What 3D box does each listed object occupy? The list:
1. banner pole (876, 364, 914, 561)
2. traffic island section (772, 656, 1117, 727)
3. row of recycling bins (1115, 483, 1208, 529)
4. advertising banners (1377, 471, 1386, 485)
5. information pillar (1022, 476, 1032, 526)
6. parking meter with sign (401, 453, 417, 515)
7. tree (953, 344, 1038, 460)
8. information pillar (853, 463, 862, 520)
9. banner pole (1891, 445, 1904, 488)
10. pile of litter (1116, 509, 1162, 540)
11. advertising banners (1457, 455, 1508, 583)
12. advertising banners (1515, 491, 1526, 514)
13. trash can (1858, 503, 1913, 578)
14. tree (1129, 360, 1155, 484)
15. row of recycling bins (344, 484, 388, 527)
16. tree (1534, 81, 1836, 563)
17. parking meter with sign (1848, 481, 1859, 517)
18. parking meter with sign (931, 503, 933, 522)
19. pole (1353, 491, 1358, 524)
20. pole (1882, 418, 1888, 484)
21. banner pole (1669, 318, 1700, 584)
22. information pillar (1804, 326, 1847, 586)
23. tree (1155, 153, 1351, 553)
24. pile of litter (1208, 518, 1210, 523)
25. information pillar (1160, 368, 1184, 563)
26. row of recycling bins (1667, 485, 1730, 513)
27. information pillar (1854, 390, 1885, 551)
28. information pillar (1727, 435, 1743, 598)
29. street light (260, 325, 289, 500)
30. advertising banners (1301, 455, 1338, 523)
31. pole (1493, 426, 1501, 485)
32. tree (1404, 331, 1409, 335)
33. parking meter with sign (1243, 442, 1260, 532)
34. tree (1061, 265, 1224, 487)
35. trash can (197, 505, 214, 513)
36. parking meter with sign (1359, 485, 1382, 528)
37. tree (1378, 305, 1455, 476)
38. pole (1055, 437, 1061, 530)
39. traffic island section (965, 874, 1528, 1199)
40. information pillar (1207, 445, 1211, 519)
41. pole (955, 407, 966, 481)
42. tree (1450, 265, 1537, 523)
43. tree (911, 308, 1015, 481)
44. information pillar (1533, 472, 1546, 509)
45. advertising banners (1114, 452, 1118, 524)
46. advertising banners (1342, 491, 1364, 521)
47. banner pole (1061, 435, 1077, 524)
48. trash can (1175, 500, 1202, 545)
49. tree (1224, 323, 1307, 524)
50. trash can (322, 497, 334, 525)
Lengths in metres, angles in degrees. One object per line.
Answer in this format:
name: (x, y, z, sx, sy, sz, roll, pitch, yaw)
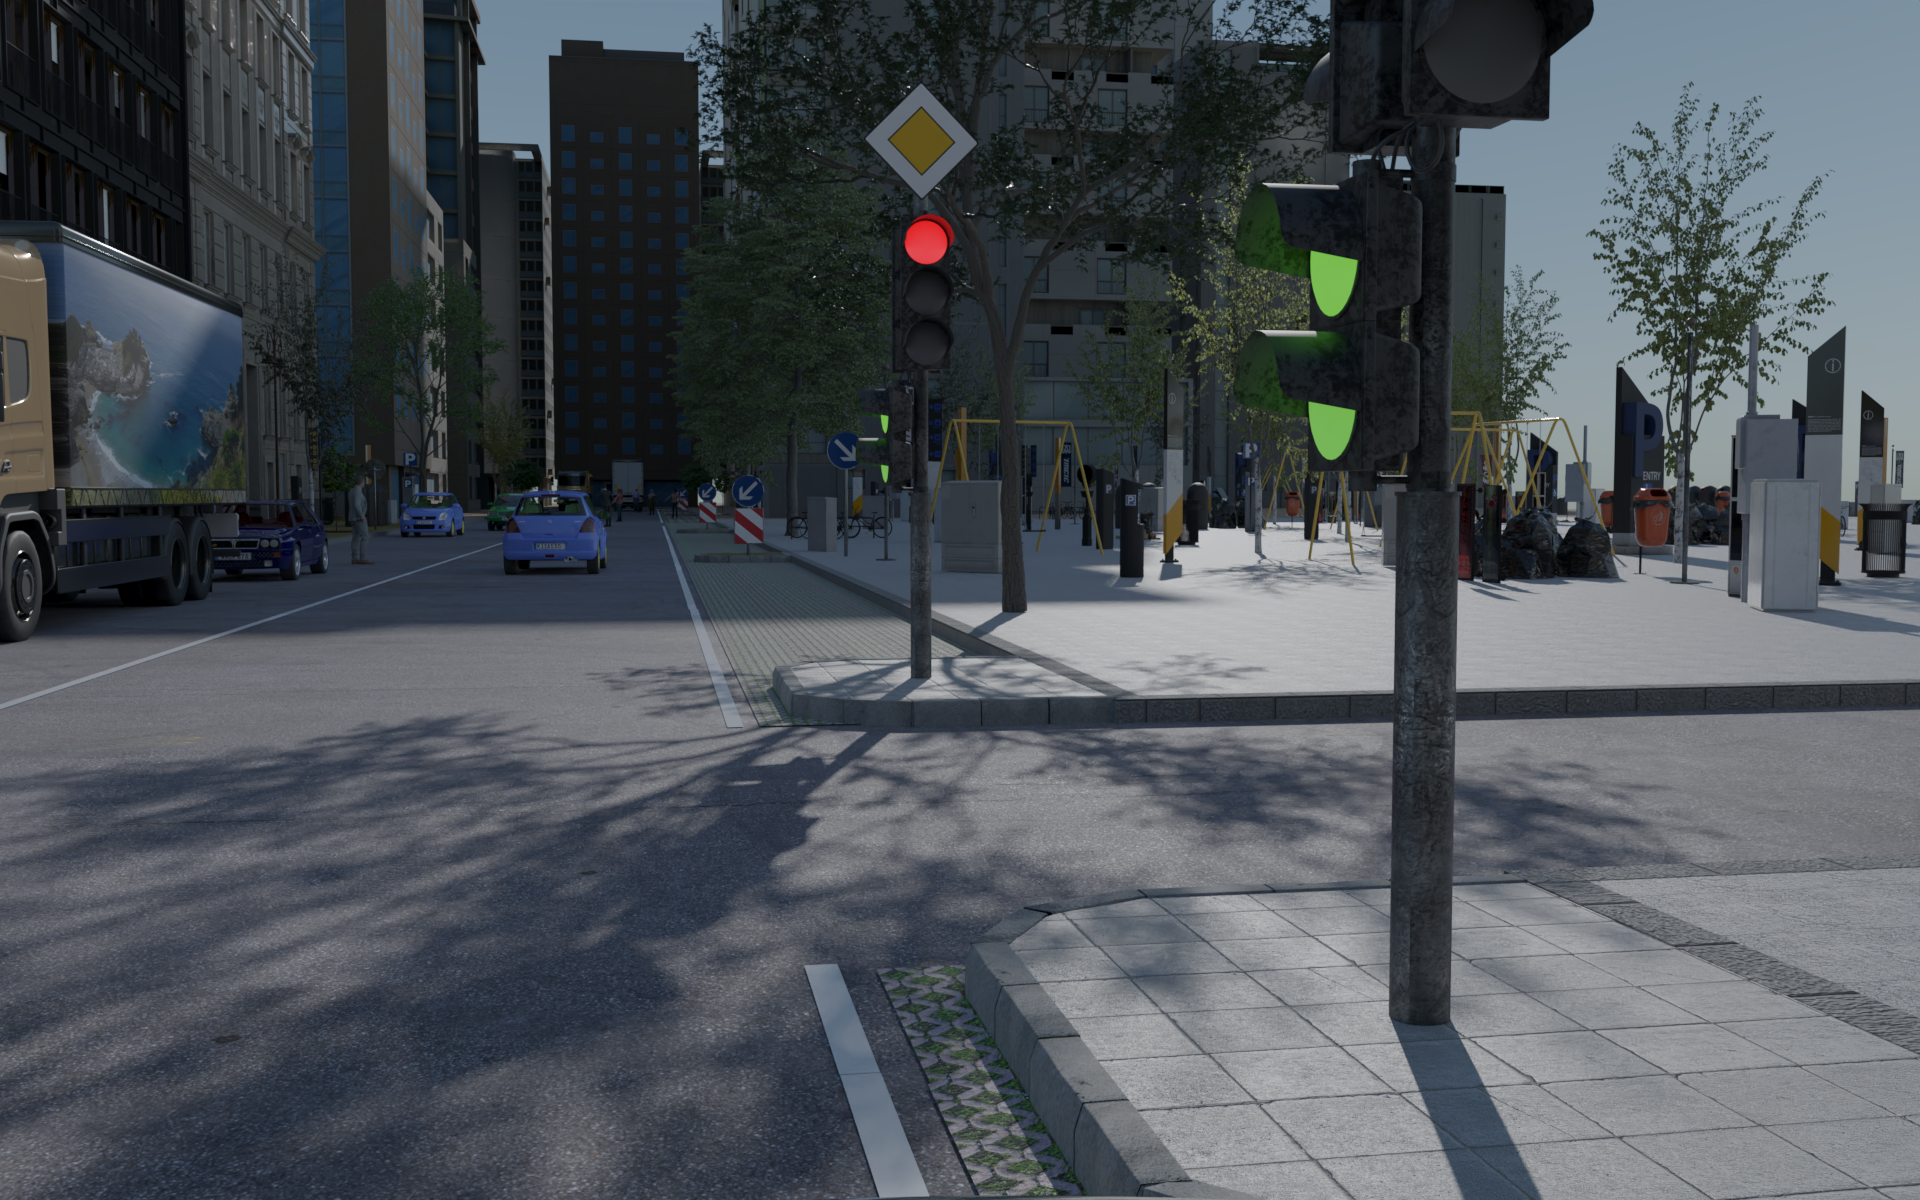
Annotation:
banner pole: (-1.194, -2.651, 33.367, 0.863, 3.779, 0.401, 0, 4, -1)
traffic island section: (-0.250, 0.622, 12.114, 2.009, 0.180, 2.903, -1, 4, -10)
row of recycling bins: (7.418, -3.466, 63.779, 3.534, 1.692, 1.069, 1, 4, 20)
advertising banners: (12.961, -3.327, 50.582, 2.074, 3.025, 0.090, 1, 4, 20)
information pillar: (2.719, -4.048, 70.669, 0.304, 2.012, 0.304, 3, 4, 38)
parking meter with sign: (-22.935, -4.632, 72.000, 0.543, 3.016, 1.738, -1, 4, -11)
tree: (1.819, -8.125, 83.198, 4.737, 8.622, 4.395, 0, 3, 0)
information pillar: (-5.068, -5.752, 85.405, 0.504, 3.616, 0.183, -1, 4, -22)
banner pole: (47.388, -5.973, 87.674, 0.863, 3.779, 0.401, 0, 4, -6)
pile of litter: (5.067, -2.150, 49.111, 1.176, 0.858, 1.719, -1, 4, -12)
advertising banners: (7.527, -1.805, 25.702, 0.090, 3.025, 2.074, -1, 4, -13)
advertising banners: (24.122, -4.934, 76.855, 2.074, 3.025, 0.090, 2, 4, 23)
trash can: (14.270, -0.923, 26.743, 0.748, 1.137, 0.748, 0, 3, 0)
tree: (10.220, -8.289, 85.885, 4.360, 8.622, 3.978, 0, 3, 0)
row of recycling bins: (-23.671, -3.799, 69.231, 1.069, 1.692, 3.534, 0, 4, -2)
tree: (13.583, -4.989, 31.939, 4.737, 8.622, 4.395, 0, 3, 0)
parking meter with sign: (50.899, -6.206, 97.731, 1.738, 3.016, 0.543, -1, 4, -11)
parking meter with sign: (-1.281, -5.042, 78.704, 1.738, 3.016, 0.543, -1, 4, -10)
pole: (17.067, -4.939, 74.596, 0.158, 3.312, 0.155, 0, 3, 0)
pole: (24.622, -3.205, 46.250, 0.158, 3.312, 0.155, 0, 3, 0)
banner pole: (10.300, -2.109, 24.501, 0.401, 3.779, 0.863, 1, 4, 21)
information pillar: (12.119, -2.013, 24.272, 0.504, 3.616, 0.183, 2, 4, 33)
tree: (6.486, -5.321, 37.364, 4.360, 8.622, 3.978, 0, 3, 0)
pile of litter: (11.835, -3.891, 77.590, 1.719, 0.858, 1.176, 1, 4, 10)
information pillar: (3.979, -2.510, 32.386, 0.504, 3.616, 0.183, -3, 5, -44)
row of recycling bins: (35.350, -4.627, 82.765, 1.069, 1.692, 3.534, -2, 4, -29)
information pillar: (20.536, -2.919, 39.086, 0.504, 3.616, 0.183, 1, 4, 11)
information pillar: (9.776, -1.040, 21.496, 0.304, 2.012, 0.304, -1, 4, -14)
street light: (-18.755, -4.571, 47.519, 0.468, 5.910, 1.993, -1, 4, -10)
advertising banners: (16.042, -4.965, 77.368, 2.074, 3.025, 0.090, -2, 4, -25)
pole: (16.034, -3.541, 51.742, 0.158, 3.312, 0.155, 0, 3, 0)
tree: (17.770, -6.886, 62.944, 4.737, 8.622, 4.395, 0, 3, 0)
parking meter with sign: (9.990, -3.843, 59.094, 0.543, 3.016, 1.738, 1, 4, 14)
tree: (5.446, -6.366, 54.440, 4.737, 8.622, 4.395, 0, 3, 0)
trash can: (-16.904, -1.642, 38.498, 0.748, 1.137, 0.748, 0, 3, 0)
parking meter with sign: (15.994, -4.328, 67.017, 0.543, 3.016, 1.738, -1, 4, -22)
tree: (10.505, -5.836, 45.780, 4.360, 8.622, 3.978, 0, 3, 0)
pole: (3.531, -4.199, 62.499, 0.158, 3.312, 0.155, 0, 3, 0)
traffic island section: (1.149, 1.103, 4.252, 2.009, 0.180, 2.903, -1, 4, -10)
information pillar: (11.958, -5.618, 83.205, 0.183, 3.616, 0.504, 0, 4, -6)
pole: (0.046, -2.874, 40.836, 0.158, 3.312, 0.155, 0, 3, 0)
tree: (17.269, -6.396, 54.940, 4.737, 8.622, 4.395, 0, 3, 0)
tree: (0.003, -7.112, 66.646, 4.360, 8.622, 3.978, 0, 3, 0)
information pillar: (19.678, -3.325, 58.862, 0.304, 2.012, 0.304, -1, 4, -12)
advertising banners: (6.448, -4.737, 73.643, 0.090, 3.025, 2.074, -1, 4, -9)
advertising banners: (19.186, -5.364, 83.894, 2.074, 3.025, 0.090, -2, 4, -29)
banner pole: (4.664, -5.108, 73.533, 0.863, 3.779, 0.401, 1, 4, 20)
trash can: (5.713, -1.954, 43.607, 0.748, 1.137, 0.748, 0, 3, 0)
tree: (13.133, -7.509, 73.131, 4.737, 8.622, 4.395, 0, 3, 0)
trash can: (-26.439, -3.701, 72.159, 0.748, 1.137, 0.748, 0, 3, 0)
